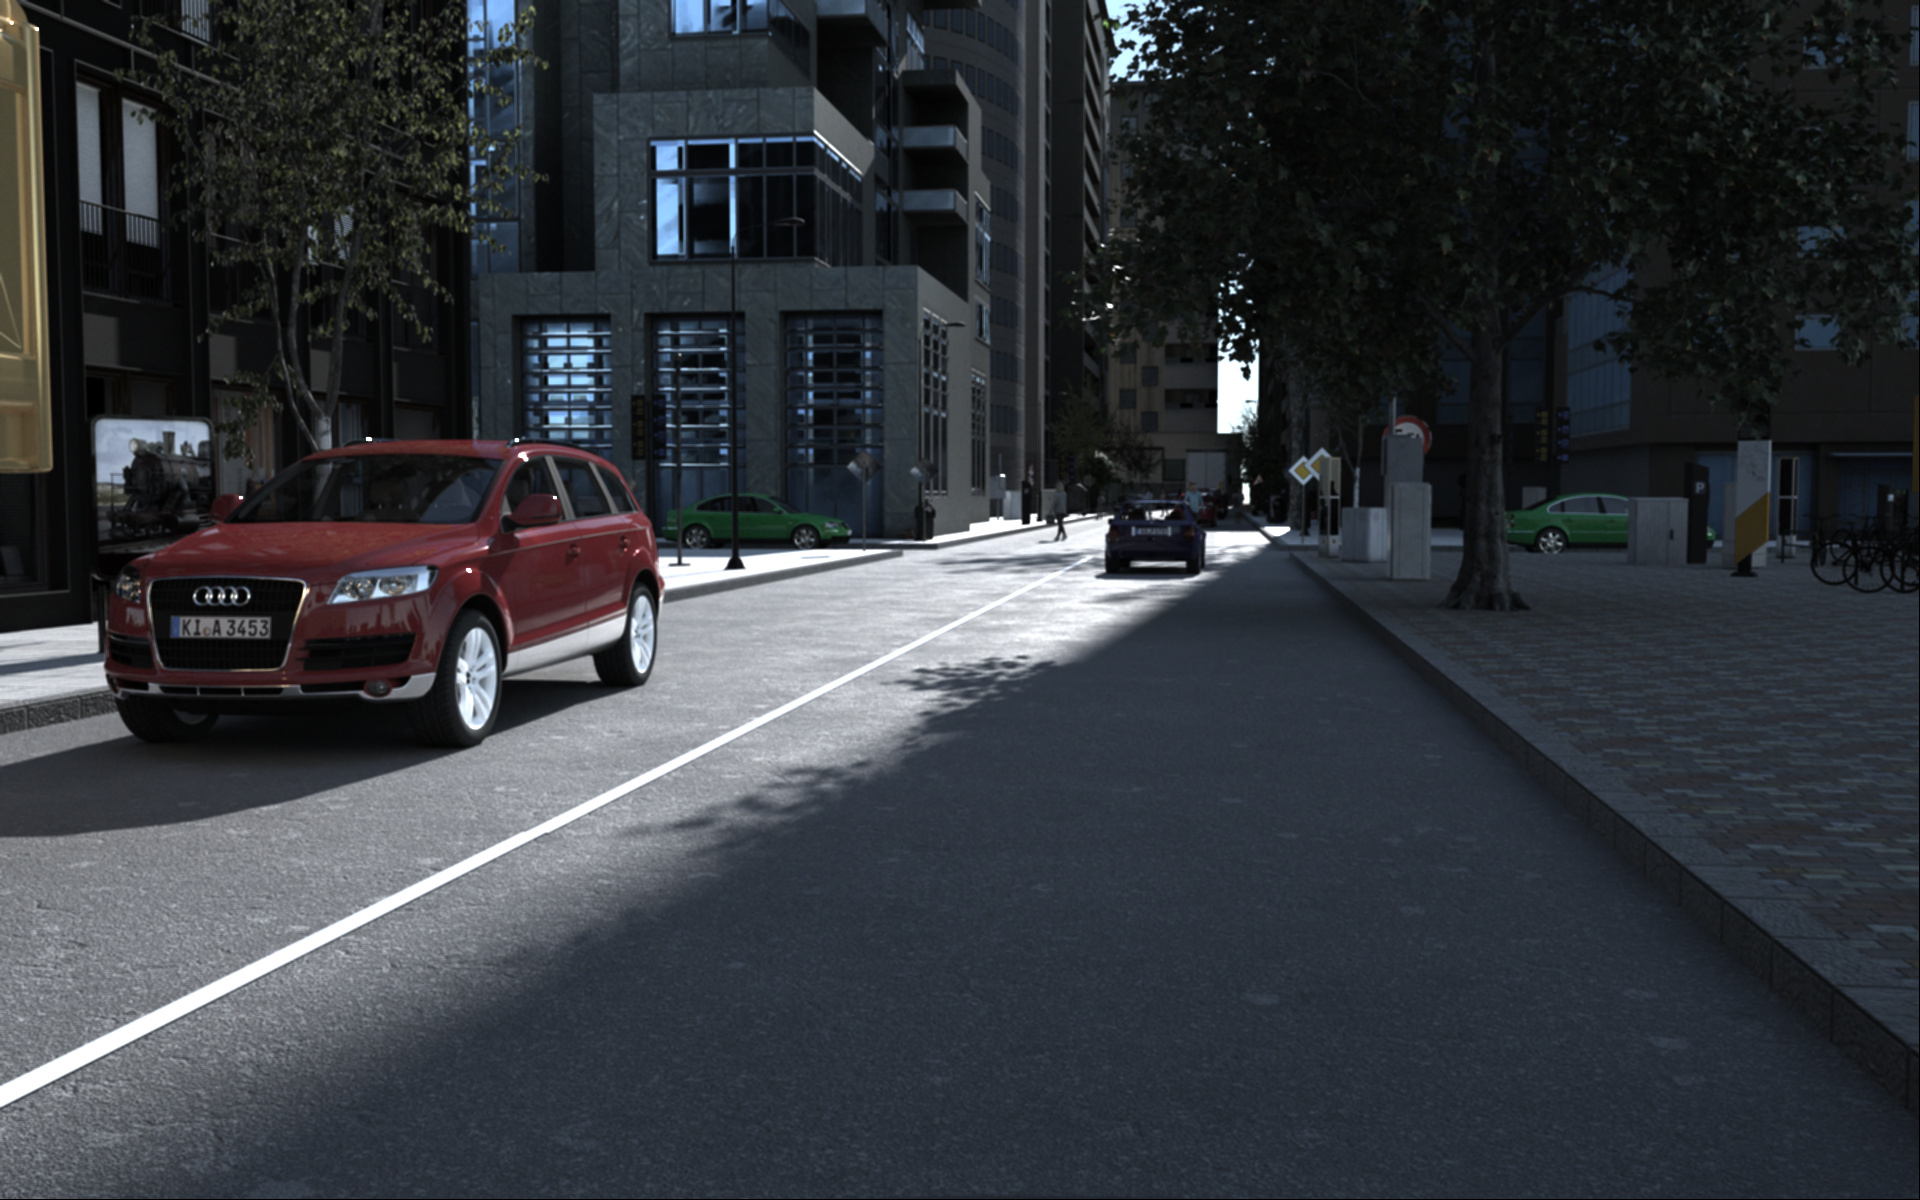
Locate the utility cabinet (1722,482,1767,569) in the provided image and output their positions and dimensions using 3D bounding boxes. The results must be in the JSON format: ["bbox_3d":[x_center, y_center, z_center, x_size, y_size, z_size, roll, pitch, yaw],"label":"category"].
[{"bbox_3d":[13.501,-1.292,29.802,1.173,1.500,0.318,-3,5,-44],"label":"utility cabinet"}]

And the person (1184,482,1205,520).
[{"bbox_3d":[7.617,-2.932,56.453,0.660,1.820,0.620,-1,4,-12],"label":"person"}]

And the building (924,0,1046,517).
[{"bbox_3d":[-6.805,-34.236,101.764,21.231,58.520,28.212,1,4,8],"label":"building"}]

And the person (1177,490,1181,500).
[{"bbox_3d":[19.818,-9.005,155.686,0.705,1.831,1.348,-1,4,-22],"label":"person"}]

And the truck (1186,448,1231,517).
[{"bbox_3d":[16.082,-7.539,112.182,2.839,4.237,11.283,1,4,10],"label":"truck"}]

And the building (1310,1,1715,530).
[{"bbox_3d":[22.241,-25.820,72.275,14.600,45.320,14.200,1,4,8],"label":"building"}]

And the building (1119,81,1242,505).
[{"bbox_3d":[22.151,-38.623,220.719,27.495,52.752,28.713,1,4,8],"label":"building"}]

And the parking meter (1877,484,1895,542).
[{"bbox_3d":[23.477,-2.173,43.946,0.372,1.533,0.369,0,3,0],"label":"parking meter"}]

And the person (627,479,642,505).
[{"bbox_3d":[-8.239,-2.150,43.832,0.526,1.800,0.537,0,4,-3],"label":"person"}]

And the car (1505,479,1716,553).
[{"bbox_3d":[14.828,-1.895,39.788,4.718,1.807,1.959,0,4,8],"label":"car"}]

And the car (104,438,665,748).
[{"bbox_3d":[-3.535,-0.177,11.567,2.281,1.827,5.304,0,4,7],"label":"car"}]

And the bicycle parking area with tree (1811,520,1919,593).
[{"bbox_3d":[15.160,-2.033,20.234,9.016,4.147,8.231,1,4,23],"label":"bicycle parking area with tree"}]

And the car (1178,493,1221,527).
[{"bbox_3d":[10.386,-4.116,76.333,2.155,1.783,4.494,1,4,10],"label":"car"}]

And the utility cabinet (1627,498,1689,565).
[{"bbox_3d":[12.639,-1.236,31.365,1.020,1.237,0.306,-1,4,-9],"label":"utility cabinet"}]

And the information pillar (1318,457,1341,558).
[{"bbox_3d":[7.410,-1.850,34.742,0.304,2.012,0.304,-2,4,-30],"label":"information pillar"}]

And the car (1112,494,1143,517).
[{"bbox_3d":[9.966,-5.604,101.405,2.009,1.686,4.222,1,4,9],"label":"car"}]

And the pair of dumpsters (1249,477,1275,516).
[{"bbox_3d":[17.950,-6.115,102.478,1.574,2.255,4.437,1,4,9],"label":"pair of dumpsters"}]

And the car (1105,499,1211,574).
[{"bbox_3d":[3.716,-1.223,32.573,1.945,1.354,3.894,1,4,10],"label":"car"}]

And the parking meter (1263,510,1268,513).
[{"bbox_3d":[20.531,-6.593,116.203,0.372,1.533,0.369,0,3,0],"label":"parking meter"}]

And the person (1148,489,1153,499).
[{"bbox_3d":[13.105,-6.769,119.736,0.480,1.755,0.524,-2,4,-26],"label":"person"}]

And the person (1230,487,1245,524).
[{"bbox_3d":[13.405,-4.571,83.587,0.716,1.782,0.532,0,4,-7],"label":"person"}]

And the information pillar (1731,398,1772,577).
[{"bbox_3d":[12.269,-2.167,26.792,0.504,3.616,0.183,3,5,43],"label":"information pillar"}]

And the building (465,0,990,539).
[{"bbox_3d":[-9.956,-45.918,63.429,22.319,86.520,31.000,1,4,8],"label":"building"}]

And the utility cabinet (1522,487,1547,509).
[{"bbox_3d":[17.597,-2.714,53.052,0.318,1.500,1.173,0,4,-3],"label":"utility cabinet"}]

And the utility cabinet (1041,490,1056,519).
[{"bbox_3d":[4.543,-4.772,86.706,0.318,1.500,1.173,-2,4,-35],"label":"utility cabinet"}]

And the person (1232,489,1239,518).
[{"bbox_3d":[16.776,-5.863,105.198,0.563,1.720,0.643,1,4,18],"label":"person"}]

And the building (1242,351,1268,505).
[{"bbox_3d":[49.394,-34.126,212.576,28.867,44.769,22.147,1,4,8],"label":"building"}]

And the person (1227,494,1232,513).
[{"bbox_3d":[19.910,-7.375,129.814,1.217,1.736,0.721,0,4,3],"label":"person"}]

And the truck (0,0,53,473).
[{"bbox_3d":[-5.068,-0.337,1.434,3.469,3.379,9.791,1,4,8],"label":"truck"}]

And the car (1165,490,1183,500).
[{"bbox_3d":[21.366,-10.003,172.228,2.281,1.827,5.304,0,4,7],"label":"car"}]

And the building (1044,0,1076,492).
[{"bbox_3d":[-1.497,-42.397,131.442,20.563,71.187,20.611,1,4,8],"label":"building"}]

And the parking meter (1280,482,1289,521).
[{"bbox_3d":[15.249,-4.635,81.496,0.399,1.863,0.255,1,4,18],"label":"parking meter"}]

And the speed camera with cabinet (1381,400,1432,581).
[{"bbox_3d":[6.791,-1.956,26.309,0.660,3.252,2.038,1,4,10],"label":"speed camera with cabinet"}]

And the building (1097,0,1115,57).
[{"bbox_3d":[1.752,-36.192,180.983,27.495,52.752,28.713,1,4,8],"label":"building"}]

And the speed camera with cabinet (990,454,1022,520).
[{"bbox_3d":[2.293,-5.597,85.852,0.660,3.252,2.038,3,5,42],"label":"speed camera with cabinet"}]

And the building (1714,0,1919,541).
[{"bbox_3d":[26.919,-24.596,52.261,14.200,45.320,14.600,1,4,8],"label":"building"}]

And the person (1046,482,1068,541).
[{"bbox_3d":[3.032,-2.736,53.408,0.709,1.800,0.728,-3,4,-38],"label":"person"}]

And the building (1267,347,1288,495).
[{"bbox_3d":[42.868,-33.906,178.063,21.300,48.544,21.600,1,4,8],"label":"building"}]

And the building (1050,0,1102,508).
[{"bbox_3d":[1.090,-32.376,153.046,21.300,48.544,21.600,1,4,8],"label":"building"}]

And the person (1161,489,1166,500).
[{"bbox_3d":[13.005,-6.182,110.159,0.643,1.750,0.593,0,4,5],"label":"person"}]

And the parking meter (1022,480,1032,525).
[{"bbox_3d":[2.802,-4.109,72.888,0.399,1.863,0.255,0,4,-3],"label":"parking meter"}]

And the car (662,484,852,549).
[{"bbox_3d":[-5.085,-2.126,43.563,4.718,1.807,1.959,0,4,7],"label":"car"}]

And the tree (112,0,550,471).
[{"bbox_3d":[-6.179,-4.069,16.891,4.360,8.622,3.978,0,3,0],"label":"tree"}]

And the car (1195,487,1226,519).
[{"bbox_3d":[14.201,-5.572,99.772,2.281,1.827,5.304,0,4,7],"label":"car"}]

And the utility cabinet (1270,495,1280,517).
[{"bbox_3d":[16.671,-4.927,91.723,0.306,1.237,1.020,2,4,26],"label":"utility cabinet"}]

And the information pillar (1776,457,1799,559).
[{"bbox_3d":[16.487,-1.837,34.520,0.304,2.012,0.304,3,5,39],"label":"information pillar"}]

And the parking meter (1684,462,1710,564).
[{"bbox_3d":[13.574,-1.604,31.939,0.399,1.863,0.255,-1,4,-9],"label":"parking meter"}]

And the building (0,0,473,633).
[{"bbox_3d":[-14.468,-11.530,18.198,12.332,23.373,15.834,1,4,8],"label":"building"}]

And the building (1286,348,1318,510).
[{"bbox_3d":[39.451,-17.535,131.739,27.650,21.520,28.899,1,4,8],"label":"building"}]

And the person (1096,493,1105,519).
[{"bbox_3d":[7.907,-5.309,97.891,0.523,1.515,0.503,2,4,32],"label":"person"}]

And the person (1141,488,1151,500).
[{"bbox_3d":[10.363,-5.341,96.096,0.793,1.790,0.793,-1,4,-16],"label":"person"}]
